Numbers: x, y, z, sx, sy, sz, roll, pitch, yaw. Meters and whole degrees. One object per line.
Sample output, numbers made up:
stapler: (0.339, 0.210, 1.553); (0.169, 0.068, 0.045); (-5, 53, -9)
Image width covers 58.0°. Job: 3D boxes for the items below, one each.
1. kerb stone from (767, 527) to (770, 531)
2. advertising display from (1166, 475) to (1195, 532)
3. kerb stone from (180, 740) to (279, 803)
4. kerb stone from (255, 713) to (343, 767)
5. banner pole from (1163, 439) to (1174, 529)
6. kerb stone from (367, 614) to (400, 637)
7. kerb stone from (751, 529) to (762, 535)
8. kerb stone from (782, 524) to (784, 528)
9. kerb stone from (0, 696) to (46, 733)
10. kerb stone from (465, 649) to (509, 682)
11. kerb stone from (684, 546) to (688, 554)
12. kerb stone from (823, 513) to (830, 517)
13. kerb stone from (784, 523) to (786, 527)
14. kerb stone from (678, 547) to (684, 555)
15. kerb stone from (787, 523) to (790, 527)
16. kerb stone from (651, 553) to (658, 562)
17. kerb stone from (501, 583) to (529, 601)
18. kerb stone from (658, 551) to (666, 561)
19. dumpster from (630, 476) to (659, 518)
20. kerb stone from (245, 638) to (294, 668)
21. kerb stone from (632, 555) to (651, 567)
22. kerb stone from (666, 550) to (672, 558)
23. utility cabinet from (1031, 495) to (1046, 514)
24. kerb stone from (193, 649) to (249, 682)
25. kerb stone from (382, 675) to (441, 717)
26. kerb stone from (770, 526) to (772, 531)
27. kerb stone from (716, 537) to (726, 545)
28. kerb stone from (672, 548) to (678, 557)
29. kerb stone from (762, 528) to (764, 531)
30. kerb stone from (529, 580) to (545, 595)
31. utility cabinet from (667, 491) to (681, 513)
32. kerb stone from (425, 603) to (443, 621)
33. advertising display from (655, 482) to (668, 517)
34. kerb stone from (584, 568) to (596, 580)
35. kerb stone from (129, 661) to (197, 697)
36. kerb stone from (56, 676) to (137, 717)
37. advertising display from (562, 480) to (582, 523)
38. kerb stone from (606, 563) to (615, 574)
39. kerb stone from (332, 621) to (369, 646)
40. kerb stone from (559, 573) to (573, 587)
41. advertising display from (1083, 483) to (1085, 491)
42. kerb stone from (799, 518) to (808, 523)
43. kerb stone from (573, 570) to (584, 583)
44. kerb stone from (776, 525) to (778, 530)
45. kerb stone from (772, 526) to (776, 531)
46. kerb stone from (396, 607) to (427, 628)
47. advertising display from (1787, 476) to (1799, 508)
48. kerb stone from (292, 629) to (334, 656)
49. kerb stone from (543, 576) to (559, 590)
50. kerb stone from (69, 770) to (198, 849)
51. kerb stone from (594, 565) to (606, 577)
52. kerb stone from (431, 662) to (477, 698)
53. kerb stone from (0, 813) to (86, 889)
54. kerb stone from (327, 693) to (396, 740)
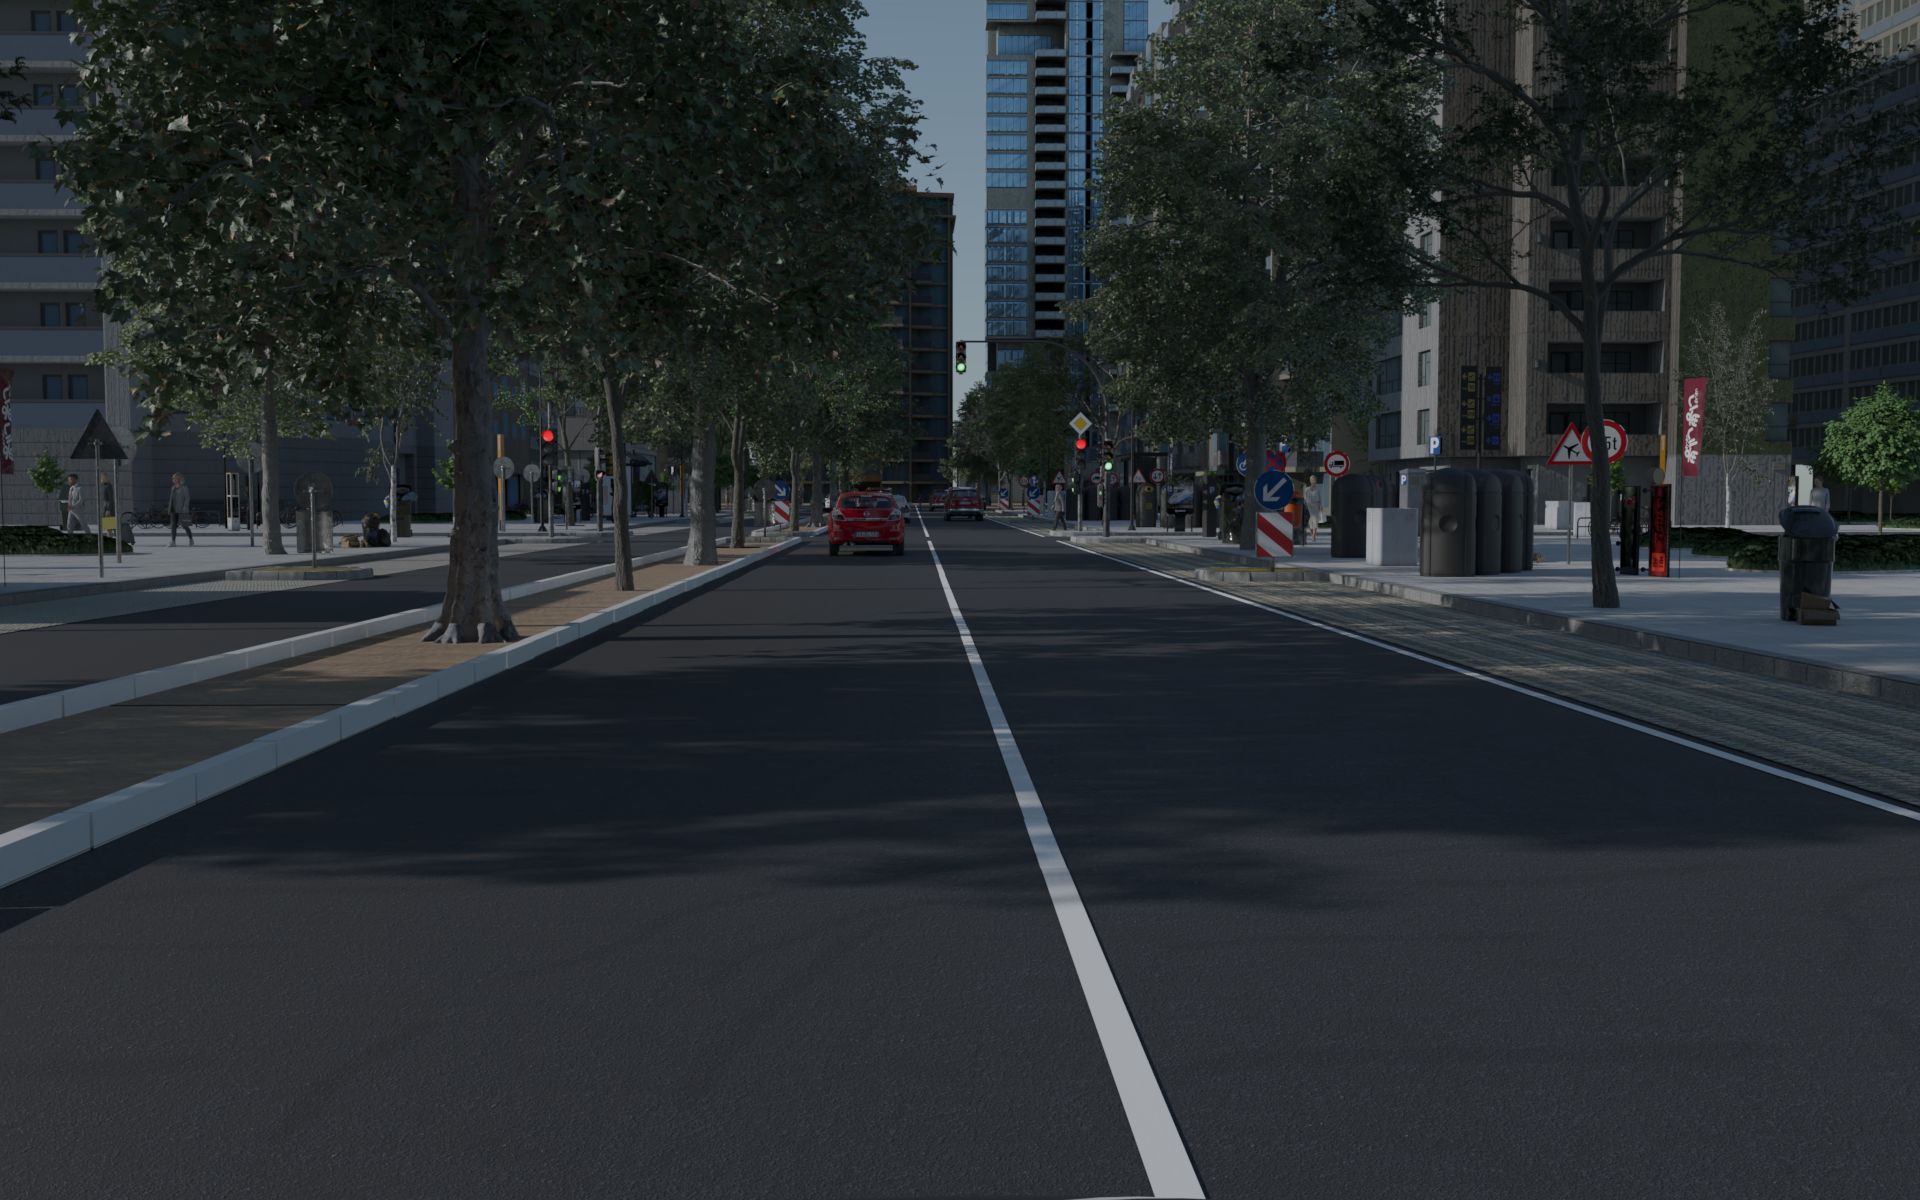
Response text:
kerb stone: (-7.270, -2.577, 64.332); (0.120, 0.150, 1.000); (0, 4, -2)
advertising display: (7.451, -3.270, 58.675); (0.974, 1.923, 0.123); (-1, 4, -8)
kerb stone: (-3.607, 0.845, 8.515); (0.120, 0.150, 1.000); (0, 4, -2)
kerb stone: (-3.639, 0.774, 9.536); (0.120, 0.150, 1.000); (0, 4, -2)
banner pole: (7.777, -4.531, 64.103); (0.401, 3.779, 0.863); (0, 4, -7)
kerb stone: (-5.961, 0.275, 17.709); (0.120, 0.150, 1.000); (0, 4, -2)
kerb stone: (-7.191, -2.390, 61.265); (0.120, 0.150, 1.000); (0, 4, -2)
kerb stone: (-7.477, -3.011, 71.488); (0.120, 0.150, 1.000); (0, 4, -2)
kerb stone: (-5.769, 0.713, 10.535); (0.120, 0.150, 1.000); (0, 4, -2)
kerb stone: (-3.750, 0.527, 13.632); (0.120, 0.150, 1.000); (0, 4, -2)
kerb stone: (-6.628, -1.167, 41.302); (0.120, 0.150, 1.000); (0, 4, -2)
kerb stone: (-8.624, -5.520, 112.448); (0.120, 0.150, 1.000); (0, 4, -2)
kerb stone: (-7.501, -3.077, 72.510); (0.120, 0.150, 1.000); (0, 4, -2)
kerb stone: (-6.598, -1.103, 40.273); (0.120, 0.150, 1.000); (0, 4, -2)
kerb stone: (-7.585, -3.265, 75.584); (0.120, 0.150, 1.000); (0, 4, -2)
kerb stone: (-6.486, -0.854, 36.160); (0.120, 0.150, 1.000); (0, 4, -2)
kerb stone: (-6.137, -0.102, 23.857); (0.120, 0.150, 1.000); (0, 4, -2)
kerb stone: (-6.509, -0.918, 37.198); (0.120, 0.150, 1.000); (0, 4, -2)
dumpster: (-17.186, -5.578, 93.686); (1.502, 2.255, 1.985); (0, 4, -2)
kerb stone: (-5.882, 0.463, 14.622); (0.120, 0.150, 1.000); (0, 4, -2)
kerb stone: (-6.455, -0.789, 35.132); (0.120, 0.150, 1.000); (0, 4, -2)
kerb stone: (-6.544, -0.977, 38.219); (0.120, 0.150, 1.000); (0, 4, -2)
utility cabinet: (4.943, -5.999, 109.239); (1.020, 1.237, 0.306); (-3, 5, -42)
kerb stone: (-5.856, 0.526, 13.600); (0.120, 0.150, 1.000); (0, 4, -2)
kerb stone: (-3.689, 0.649, 11.583); (0.120, 0.150, 1.000); (0, 4, -2)
kerb stone: (-7.304, -2.640, 65.356); (0.120, 0.150, 1.000); (0, 4, -2)
kerb stone: (-6.866, -1.667, 49.509); (0.120, 0.150, 1.000); (0, 4, -2)
kerb stone: (-6.572, -1.043, 39.243); (0.120, 0.150, 1.000); (0, 4, -2)
kerb stone: (-7.218, -2.446, 62.287); (0.120, 0.150, 1.000); (0, 4, -2)
kerb stone: (-6.165, -0.164, 24.879); (0.120, 0.150, 1.000); (0, 4, -2)
utility cabinet: (-18.733, -6.382, 113.022); (1.173, 1.500, 0.318); (-2, 4, -34)
kerb stone: (-6.020, 0.152, 19.753); (0.120, 0.150, 1.000); (0, 4, -2)
advertising display: (-16.379, -5.498, 95.103); (0.974, 1.923, 0.123); (3, 5, 42)
kerb stone: (-6.286, -0.411, 28.980); (0.120, 0.150, 1.000); (0, 4, -2)
kerb stone: (-5.826, 0.588, 12.578); (0.120, 0.150, 1.000); (0, 4, -2)
kerb stone: (-5.793, 0.651, 11.557); (0.120, 0.150, 1.000); (0, 4, -2)
advertising display: (-17.428, -4.444, 77.866); (0.974, 1.923, 0.123); (1, 4, 20)
kerb stone: (-6.340, -0.540, 31.026); (0.120, 0.150, 1.000); (0, 4, -2)
kerb stone: (-5.933, 0.339, 16.678); (0.120, 0.150, 1.000); (0, 4, -2)
kerb stone: (-6.221, -0.288, 26.926); (0.120, 0.150, 1.000); (0, 4, -2)
advertising display: (6.754, -5.745, 99.139); (0.974, 1.923, 0.123); (-3, 5, -39)
kerb stone: (-7.940, -4.017, 87.869); (0.120, 0.150, 1.000); (0, 4, -2)
kerb stone: (-6.257, -0.352, 27.949); (0.120, 0.150, 1.000); (0, 4, -2)
kerb stone: (-7.393, -2.827, 68.422); (0.120, 0.150, 1.000); (0, 4, -2)
kerb stone: (-7.360, -2.757, 67.400); (0.120, 0.150, 1.000); (0, 4, -2)
kerb stone: (-5.996, 0.212, 18.731); (0.120, 0.150, 1.000); (0, 4, -2)
advertising display: (29.386, -3.418, 61.105); (0.123, 1.923, 0.974); (1, 4, 11)
kerb stone: (-5.906, 0.400, 15.649); (0.120, 0.150, 1.000); (0, 4, -2)
kerb stone: (-6.198, -0.226, 25.904); (0.120, 0.150, 1.000); (0, 4, -2)
kerb stone: (-3.574, 0.899, 7.493); (0.120, 0.150, 1.000); (0, 4, -2)
kerb stone: (-6.321, -0.476, 30.001); (0.120, 0.150, 1.000); (0, 4, -2)
kerb stone: (-3.721, 0.591, 12.609); (0.120, 0.150, 1.000); (0, 4, -2)
kerb stone: (-3.549, 0.962, 6.471); (0.120, 0.150, 1.000); (0, 4, -2)
kerb stone: (-3.668, 0.712, 10.561); (0.120, 0.150, 1.000); (0, 4, -2)
